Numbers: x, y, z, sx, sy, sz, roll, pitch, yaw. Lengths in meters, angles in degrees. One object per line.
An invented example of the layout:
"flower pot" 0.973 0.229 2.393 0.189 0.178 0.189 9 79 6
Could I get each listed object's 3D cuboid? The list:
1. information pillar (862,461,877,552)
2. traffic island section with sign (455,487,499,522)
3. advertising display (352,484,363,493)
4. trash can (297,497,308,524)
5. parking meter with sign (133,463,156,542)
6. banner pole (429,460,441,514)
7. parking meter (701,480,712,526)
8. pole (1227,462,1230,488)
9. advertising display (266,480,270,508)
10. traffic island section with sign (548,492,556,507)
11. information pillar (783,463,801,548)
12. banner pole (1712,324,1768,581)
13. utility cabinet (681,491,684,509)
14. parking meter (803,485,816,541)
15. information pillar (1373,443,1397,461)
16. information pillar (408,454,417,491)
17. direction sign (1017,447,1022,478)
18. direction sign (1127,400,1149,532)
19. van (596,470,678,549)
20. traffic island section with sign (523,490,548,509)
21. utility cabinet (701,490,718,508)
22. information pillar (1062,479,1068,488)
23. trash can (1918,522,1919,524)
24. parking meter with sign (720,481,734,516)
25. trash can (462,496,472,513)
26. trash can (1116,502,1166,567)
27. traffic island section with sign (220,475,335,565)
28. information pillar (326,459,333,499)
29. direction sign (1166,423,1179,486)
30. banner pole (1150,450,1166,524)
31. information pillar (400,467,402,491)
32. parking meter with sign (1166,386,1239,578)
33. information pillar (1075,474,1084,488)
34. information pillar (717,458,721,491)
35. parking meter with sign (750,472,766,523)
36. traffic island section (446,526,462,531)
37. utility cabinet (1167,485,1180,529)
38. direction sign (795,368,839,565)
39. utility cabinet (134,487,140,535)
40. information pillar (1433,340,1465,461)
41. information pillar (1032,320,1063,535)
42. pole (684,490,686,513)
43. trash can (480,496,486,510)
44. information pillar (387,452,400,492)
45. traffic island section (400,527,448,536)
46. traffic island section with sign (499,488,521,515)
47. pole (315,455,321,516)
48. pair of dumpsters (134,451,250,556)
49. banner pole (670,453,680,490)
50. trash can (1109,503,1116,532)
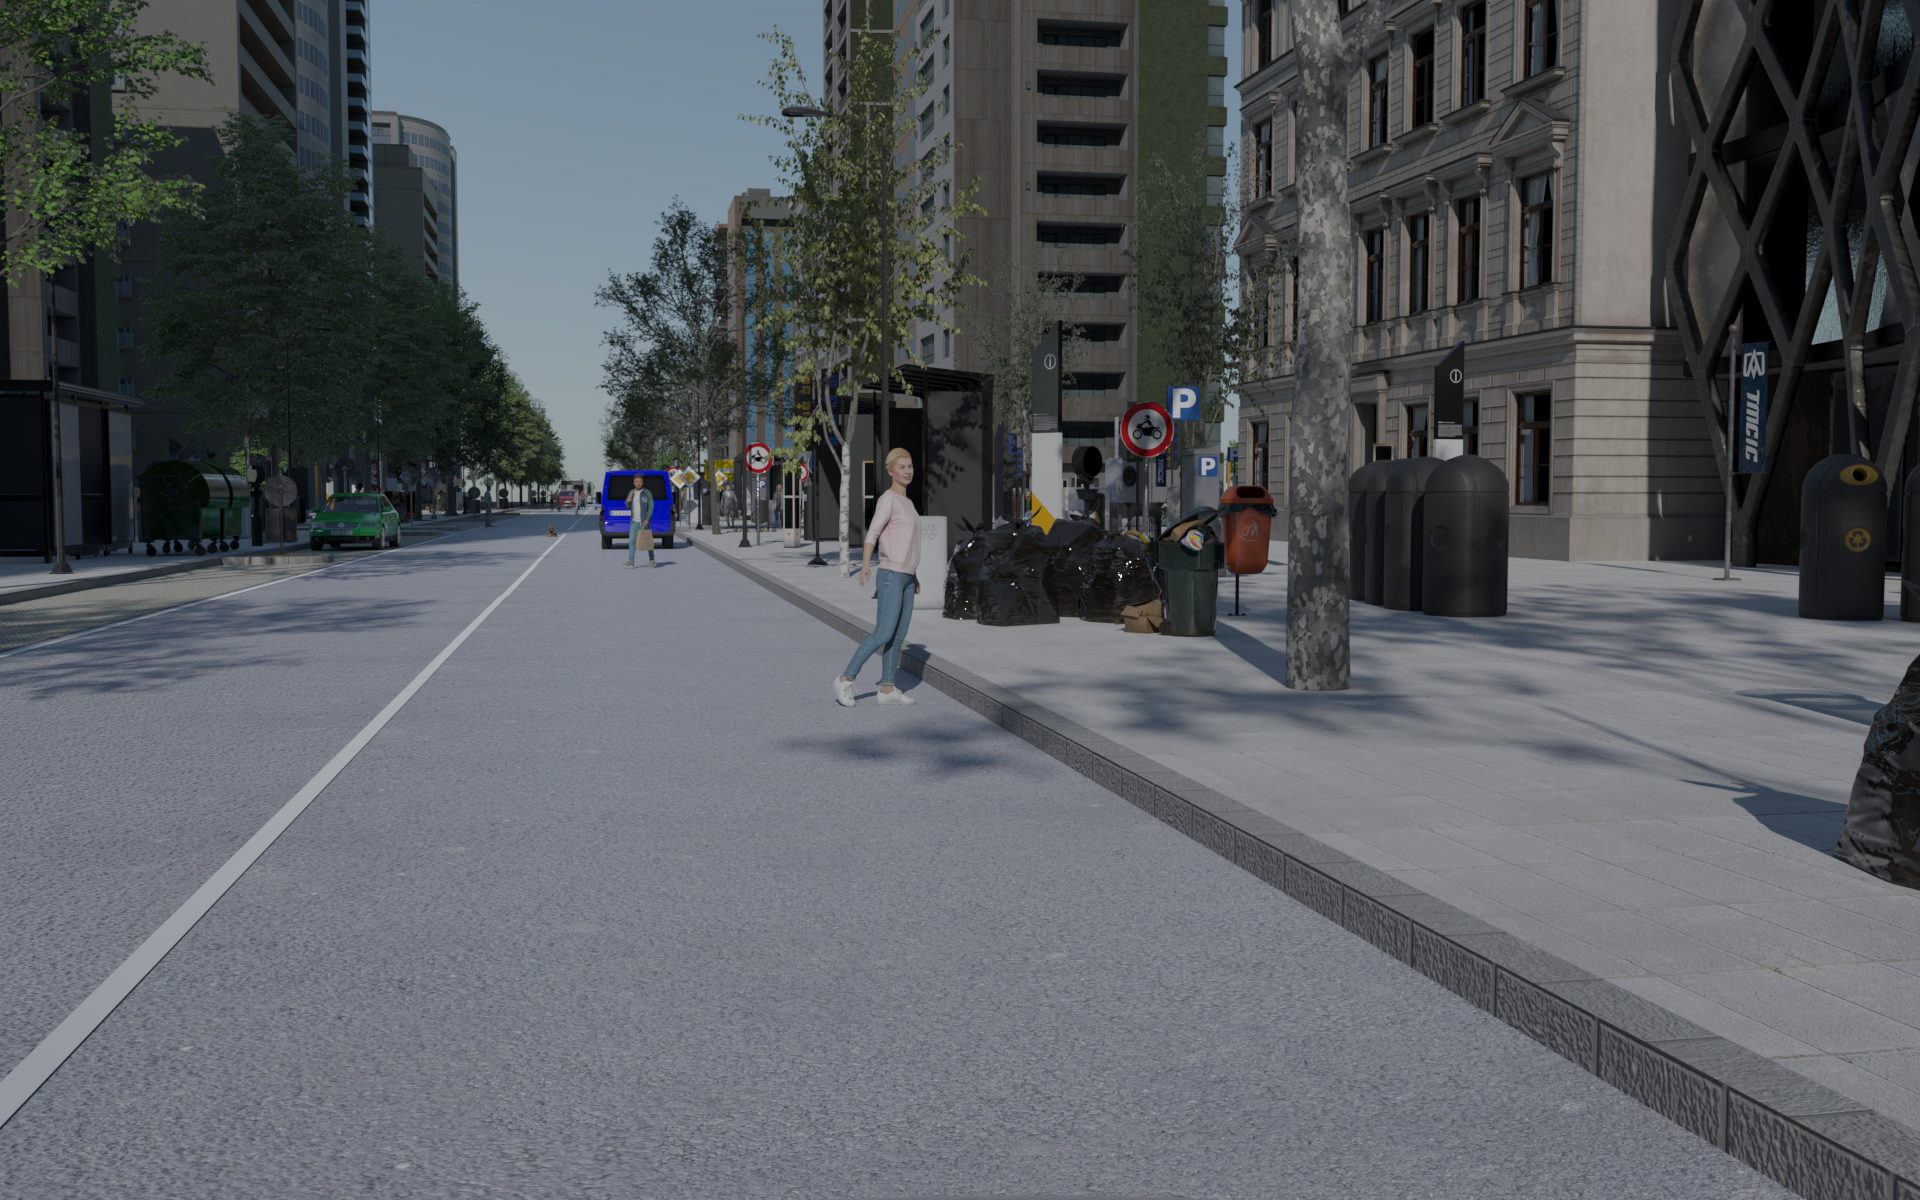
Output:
"information pillar" -2.011 -2.077 38.454 0.304 2.012 0.304 0 4 -7
"traffic island section with sign" -25.230 -4.987 90.166 1.989 1.847 2.006 -1 4 -12
"advertising display" -39.710 -6.673 114.315 0.974 1.923 0.123 0 4 -1
"trash can" -28.609 -3.869 74.912 0.748 1.137 0.748 0 3 0
"parking meter with sign" -22.323 -3.037 45.922 1.738 3.016 0.543 -1 4 -8
"banner pole" -34.239 -7.514 112.873 0.401 3.779 0.863 3 4 38
"parking meter" -10.306 -3.967 70.565 0.399 1.863 0.255 1 4 21
"pole" 12.909 -5.467 83.229 0.158 3.312 0.155 0 3 0
"advertising display" -30.896 -4.434 77.712 0.123 1.923 0.974 -3 5 -39
"traffic island section with sign" -46.201 -11.240 192.402 1.989 1.847 2.006 -1 4 -12
"information pillar" -3.999 -2.243 41.161 0.304 2.012 0.304 2 4 24
"banner pole" 11.501 -2.167 25.440 0.401 3.779 0.863 -2 4 -24
"utility cabinet" -22.354 -7.873 137.403 1.173 1.500 0.318 3 5 43
"parking meter" -4.121 -2.402 47.688 0.372 1.533 0.369 0 3 0
"information pillar" 6.196 -1.272 25.297 0.304 2.012 0.304 1 4 23
"information pillar" -28.153 -5.983 89.169 0.504 3.616 0.183 -1 4 -21
"direction sign" 2.662 -5.630 84.052 0.876 3.537 0.379 -2 4 -26
"direction sign" 4.337 -3.077 42.313 0.379 3.537 0.876 -2 4 -29
"van" -8.695 -2.583 46.620 2.240 2.365 5.245 -1 4 -11
"traffic island section with sign" -40.745 -9.611 165.772 1.989 1.847 2.006 -1 4 -12
"utility cabinet" -14.852 -5.760 102.857 1.173 1.500 0.318 0 4 -3
"information pillar" 5.218 -5.053 87.107 0.304 2.012 0.304 -1 4 -19
"trash can" 5.321 0.170 8.881 0.748 1.137 0.748 0 3 0
"parking meter with sign" -13.233 -6.320 99.586 0.543 3.016 1.738 -3 5 -43
"trash can" -33.112 -6.414 116.525 0.748 1.137 0.748 0 3 0
"trash can" 3.258 -1.159 30.606 0.748 1.137 0.748 0 3 0
"traffic island section with sign" -14.115 -1.671 35.945 1.989 1.847 2.006 -1 4 -12
"information pillar" -40.550 -7.347 111.478 0.183 3.616 0.504 2 4 28
"direction sign" 6.816 -3.892 55.623 0.379 3.537 0.876 -1 4 -17
"banner pole" 8.396 -5.121 73.751 0.863 3.779 0.401 0 4 -1
"information pillar" -42.969 -8.646 132.720 0.504 3.616 0.183 1 4 15
"parking meter with sign" 3.778 -1.900 27.331 0.543 3.016 1.738 -1 4 -12
"information pillar" 3.773 -3.002 53.577 0.304 2.012 0.304 -3 5 -44
"information pillar" -15.805 -7.352 111.552 0.504 3.616 0.183 1 4 11
"parking meter with sign" -8.954 -4.940 77.022 0.543 3.016 1.738 -2 4 -30
"traffic island section" -20.662 -2.794 67.970 2.009 0.180 2.903 -1 4 -12
"utility cabinet" 5.894 -2.179 44.313 1.173 1.500 0.318 2 4 25
"direction sign" -2.586 -2.407 31.344 0.876 3.537 0.379 1 4 22
"utility cabinet" -25.338 -2.703 52.875 0.318 1.500 1.173 -1 4 -12
"information pillar" 7.425 -2.138 26.313 0.504 3.616 0.183 -1 4 -19
"information pillar" 1.193 -1.967 23.522 0.504 3.616 0.183 3 5 44
"pole" -19.045 -7.733 120.285 0.158 3.312 0.155 0 3 0
"trash can" -37.344 -7.609 136.063 0.748 1.137 0.748 0 3 0
"information pillar" -29.485 -6.026 89.874 0.504 3.616 0.183 1 4 8
"traffic island section" -19.057 -2.316 60.147 2.009 0.180 2.903 -1 4 -12
"traffic island section with sign" -30.703 -6.617 116.813 1.989 1.847 2.006 -1 4 -12
"pole" -29.725 -5.279 80.148 0.158 3.312 0.155 0 3 0
"pair of dumpsters" -16.636 -2.147 37.603 1.574 2.255 4.437 -1 4 -11
"banner pole" -17.377 -7.057 105.397 0.863 3.779 0.401 -3 5 -43
"trash can" 4.734 -2.576 53.764 0.748 1.137 0.748 0 3 0
